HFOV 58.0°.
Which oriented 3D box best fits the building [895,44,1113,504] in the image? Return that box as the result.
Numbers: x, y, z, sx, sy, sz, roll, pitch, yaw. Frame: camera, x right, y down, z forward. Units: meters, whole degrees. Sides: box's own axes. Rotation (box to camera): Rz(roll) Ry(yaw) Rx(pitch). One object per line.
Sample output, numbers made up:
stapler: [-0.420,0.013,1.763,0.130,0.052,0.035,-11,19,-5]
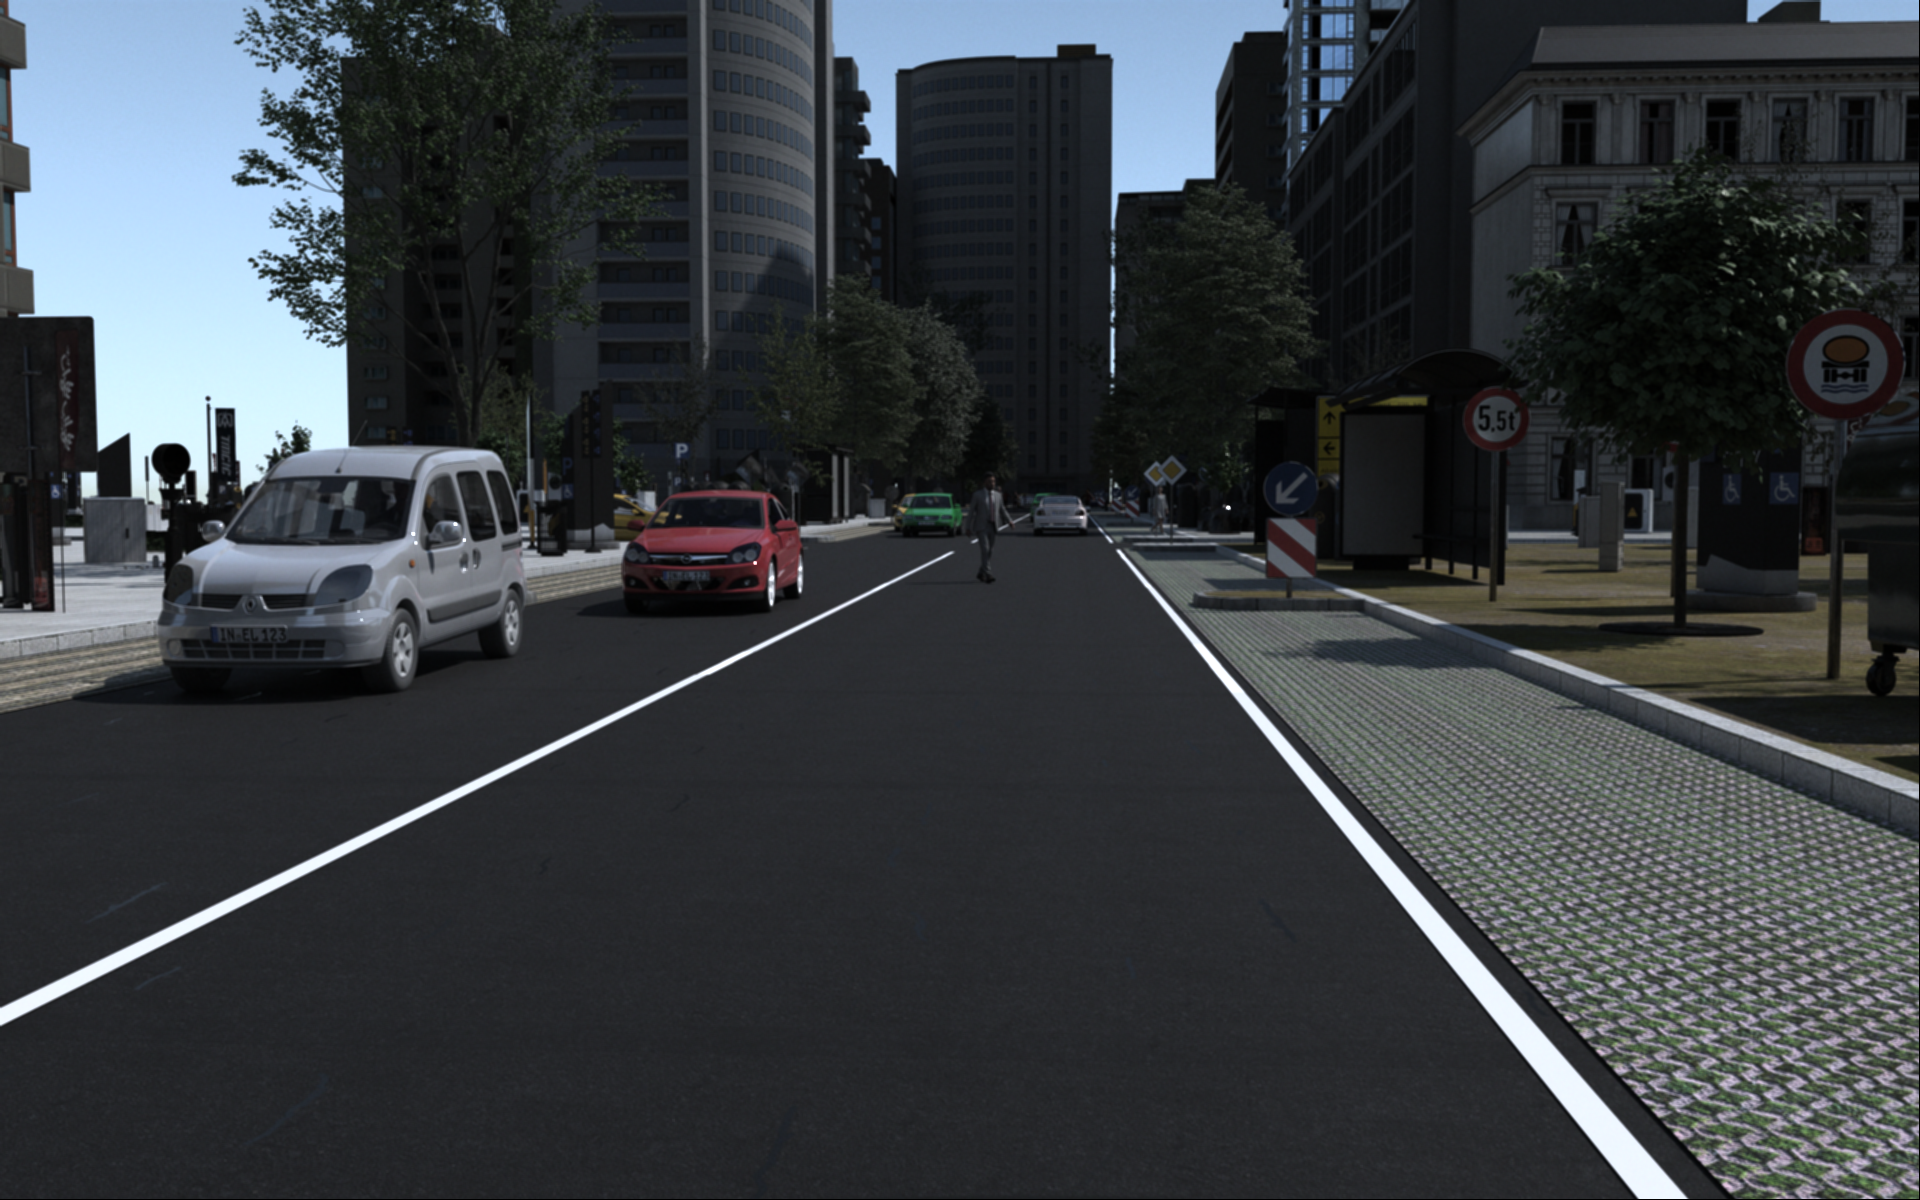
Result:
building: [5.905,-42.165,231.392,28.212,58.520,21.231,0,4,4]

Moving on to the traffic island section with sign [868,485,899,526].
traffic island section with sign: [-3.010,-4.197,77.257,1.989,1.847,2.006,0,4,4]

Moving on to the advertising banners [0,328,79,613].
advertising banners: [-10.081,-1.391,18.932,2.074,3.025,0.090,3,4,39]

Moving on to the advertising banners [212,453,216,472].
advertising banners: [-32.062,-4.824,75.056,0.090,3.025,2.074,0,4,-7]

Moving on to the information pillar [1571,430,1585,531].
information pillar: [21.298,-4.173,59.580,0.504,3.616,0.183,-2,4,-34]

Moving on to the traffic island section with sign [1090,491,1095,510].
traffic island section with sign: [12.435,-8.865,153.574,1.989,1.847,2.006,0,4,4]

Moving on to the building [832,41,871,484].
building: [-25.014,-34.370,181.560,30.456,49.044,23.786,0,4,4]

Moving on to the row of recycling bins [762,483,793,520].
row of recycling bins: [-7.747,-3.340,61.722,3.534,1.692,1.069,-1,4,-10]

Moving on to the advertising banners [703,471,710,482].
advertising banners: [-18.074,-8.128,129.075,2.074,3.025,0.090,0,4,-6]

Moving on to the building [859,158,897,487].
building: [-15.703,-35.489,230.350,14.200,45.320,14.600,0,4,4]

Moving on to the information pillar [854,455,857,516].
information pillar: [-6.243,-6.682,100.609,0.504,3.616,0.183,0,4,-3]

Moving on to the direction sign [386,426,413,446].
direction sign: [-18.798,-4.048,58.178,0.876,3.537,0.379,-2,4,-30]

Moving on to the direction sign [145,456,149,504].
direction sign: [-48.565,-6.821,103.514,0.379,3.537,0.876,-2,4,-34]

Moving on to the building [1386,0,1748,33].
building: [28.394,-18.075,89.028,14.314,27.812,24.014,0,4,4]

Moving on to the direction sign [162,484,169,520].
direction sign: [-39.883,-5.806,86.919,0.379,3.537,0.876,-1,4,-19]

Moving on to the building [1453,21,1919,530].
building: [29.730,-12.335,66.297,19.286,19.102,10.561,0,4,4]

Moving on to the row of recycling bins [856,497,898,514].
row of recycling bins: [-5.493,-6.302,110.157,3.534,1.692,1.069,2,4,27]

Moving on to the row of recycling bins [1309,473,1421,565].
row of recycling bins: [7.680,-1.577,32.903,1.069,1.692,3.534,-1,4,-14]

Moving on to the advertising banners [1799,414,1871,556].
advertising banners: [17.800,-2.442,36.110,2.074,3.025,0.090,2,4,30]

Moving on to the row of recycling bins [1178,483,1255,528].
row of recycling bins: [9.935,-3.577,65.602,3.534,1.692,1.069,2,4,25]

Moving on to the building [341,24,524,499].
building: [-50.916,-34.291,184.363,21.600,48.544,21.300,0,4,4]

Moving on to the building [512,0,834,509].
building: [-22.805,-36.752,142.896,21.231,58.520,28.212,0,4,4]

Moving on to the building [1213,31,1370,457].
building: [37.850,-33.957,178.900,21.300,48.544,21.600,0,4,4]

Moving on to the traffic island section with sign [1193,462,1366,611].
traffic island section with sign: [3.998,-0.818,22.004,1.989,1.847,2.006,0,4,4]

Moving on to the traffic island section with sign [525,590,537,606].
traffic island section with sign: [-6.543,-0.829,22.177,1.989,1.847,2.006,0,4,4]

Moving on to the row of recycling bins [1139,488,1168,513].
row of recycling bins: [13.769,-6.691,116.508,3.534,1.692,1.069,1,4,15]

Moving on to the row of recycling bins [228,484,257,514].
row of recycling bins: [-28.628,-3.930,71.376,3.534,1.692,1.069,-2,4,-35]

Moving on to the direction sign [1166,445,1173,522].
direction sign: [9.564,-5.309,78.794,0.379,3.537,0.876,1,4,20]

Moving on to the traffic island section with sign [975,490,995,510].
traffic island section with sign: [1.939,-8.907,154.254,1.989,1.847,2.006,0,4,4]

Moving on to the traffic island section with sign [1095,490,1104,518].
traffic island section with sign: [9.234,-5.812,103.659,1.989,1.847,2.006,0,4,4]

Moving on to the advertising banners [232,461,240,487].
advertising banners: [-37.220,-5.792,90.892,2.074,3.025,0.090,-1,4,-11]

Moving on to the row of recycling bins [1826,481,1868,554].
row of recycling bins: [20.664,-1.890,38.011,3.534,1.692,1.069,-1,4,-16]

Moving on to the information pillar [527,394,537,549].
information pillar: [-10.103,-3.022,40.761,0.183,3.616,0.504,-1,4,-22]

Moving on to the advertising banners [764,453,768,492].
advertising banners: [-8.085,-4.659,72.361,0.090,3.025,2.074,-1,4,-8]

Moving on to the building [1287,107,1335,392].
building: [29.779,-19.538,112.959,14.314,27.812,24.014,0,4,4]

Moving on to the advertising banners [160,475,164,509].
advertising banners: [-54.823,-7.522,119.168,0.090,3.025,2.074,-1,4,-11]

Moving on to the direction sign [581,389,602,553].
direction sign: [-8.040,-2.804,37.845,0.379,3.537,0.876,-3,4,-39]

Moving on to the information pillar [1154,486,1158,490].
information pillar: [13.889,-7.202,122.251,0.304,2.012,0.304,-3,4,-36]

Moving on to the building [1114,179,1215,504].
building: [27.382,-33.253,227.283,14.086,41.232,14.154,0,4,4]

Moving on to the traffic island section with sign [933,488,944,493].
traffic island section with sign: [-1.264,-5.852,104.302,1.989,1.847,2.006,0,4,4]

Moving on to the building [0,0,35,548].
building: [-34.481,-10.866,22.694,28.899,21.520,27.650,0,4,4]

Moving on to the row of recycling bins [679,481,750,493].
row of recycling bins: [-7.808,-2.936,55.112,1.069,1.692,3.534,-3,5,-40]

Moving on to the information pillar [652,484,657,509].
information pillar: [-21.623,-7.220,122.536,0.304,2.012,0.304,1,4,9]

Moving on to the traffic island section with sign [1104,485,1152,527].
traffic island section with sign: [7.502,-4.167,76.759,1.989,1.847,2.006,0,4,4]

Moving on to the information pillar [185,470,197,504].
information pillar: [-23.980,-3.030,54.027,0.304,2.012,0.304,-1,4,-19]

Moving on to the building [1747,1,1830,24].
building: [77.320,-33.802,176.362,21.600,48.544,21.300,0,4,4]

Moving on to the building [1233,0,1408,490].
building: [36.937,-51.304,151.495,22.319,86.520,31.000,0,4,4]
